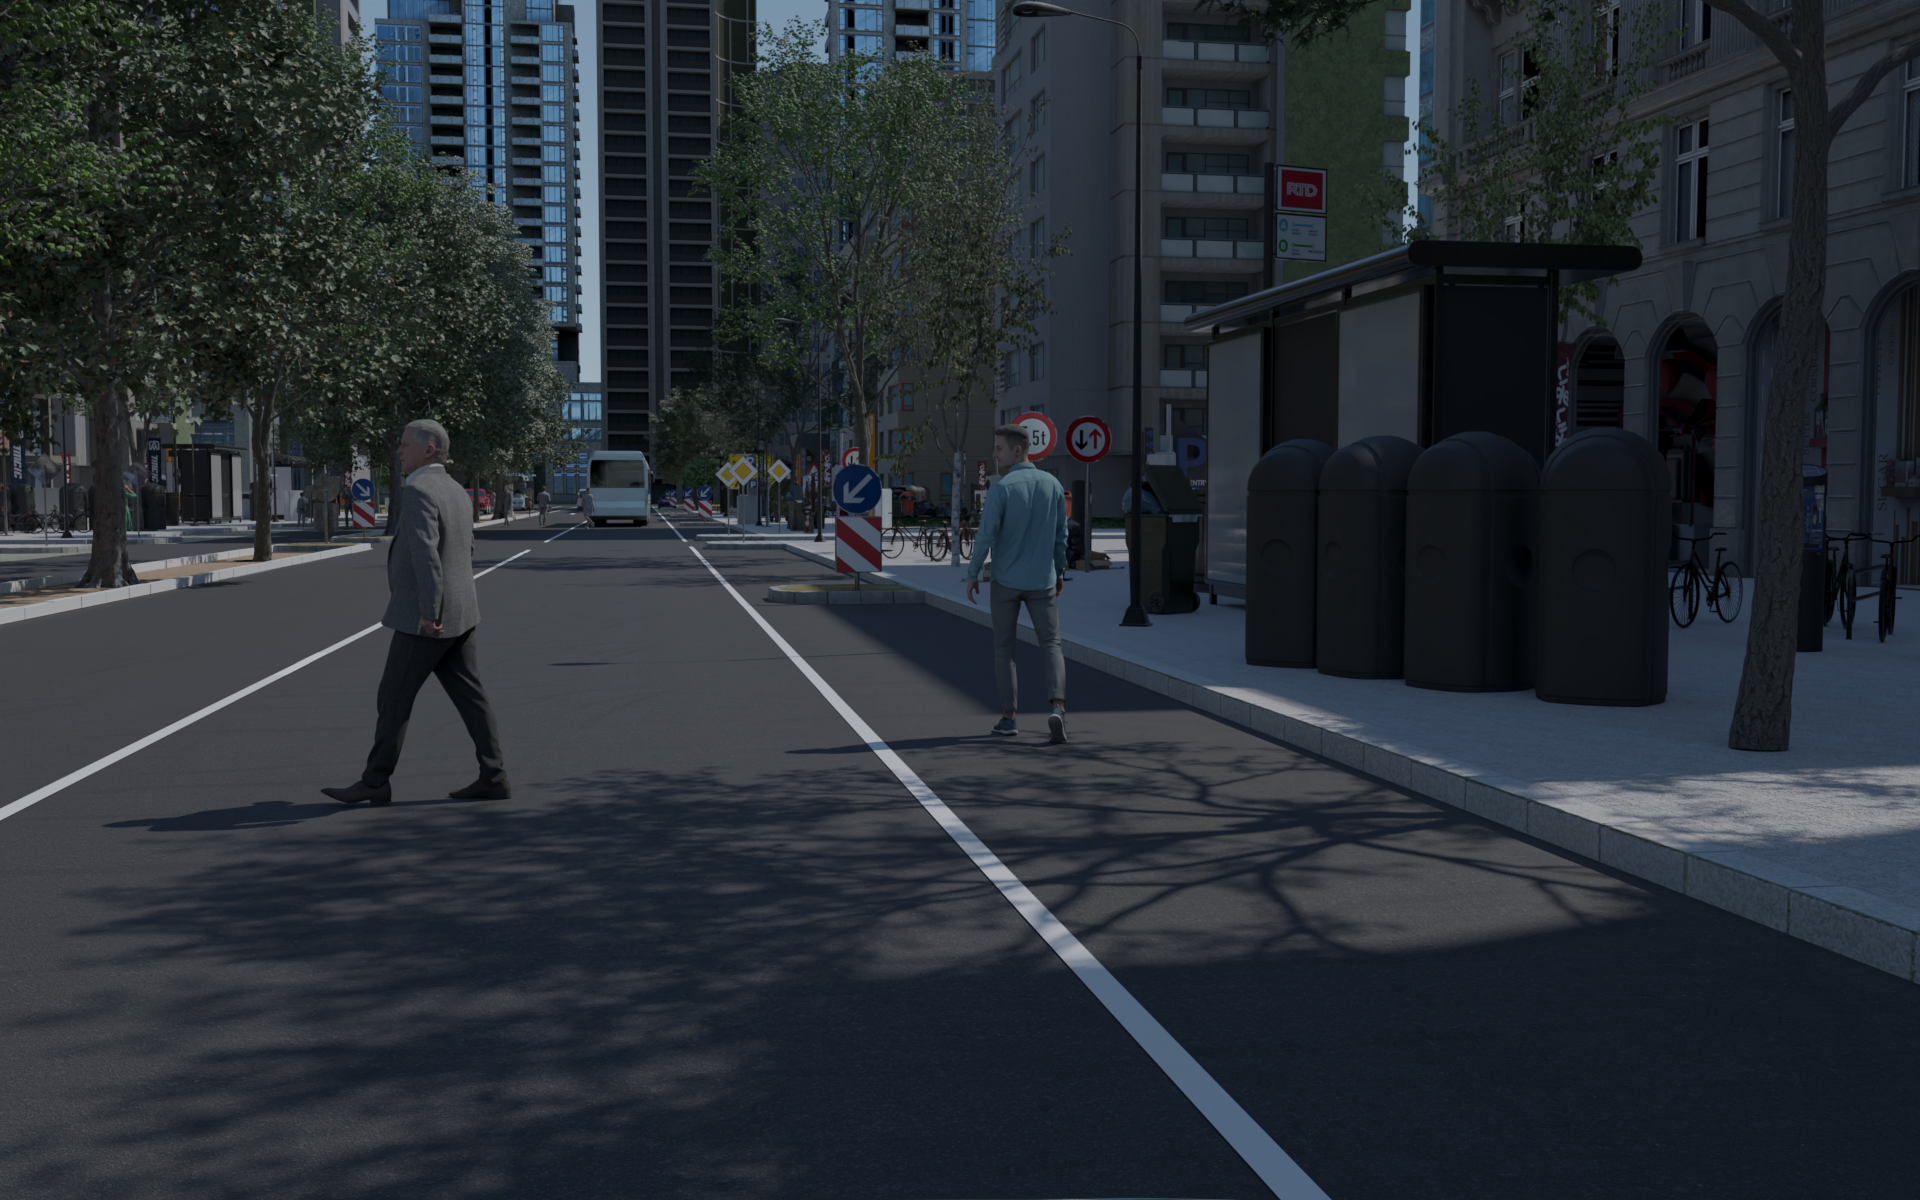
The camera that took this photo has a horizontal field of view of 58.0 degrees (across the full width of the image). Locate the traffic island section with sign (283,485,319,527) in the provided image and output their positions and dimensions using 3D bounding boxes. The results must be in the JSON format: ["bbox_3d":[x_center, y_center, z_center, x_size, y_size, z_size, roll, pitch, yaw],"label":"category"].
[{"bbox_3d":[-28.256,-4.081,75.348,1.989,1.847,2.006,-1,4,-10],"label":"traffic island section with sign"}]

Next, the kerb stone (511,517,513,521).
[{"bbox_3d":[-24.065,-4.289,92.313,0.120,0.150,1.000,-1,4,-10],"label":"kerb stone"}]

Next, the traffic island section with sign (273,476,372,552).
[{"bbox_3d":[-16.271,-2.202,44.138,2.006,1.907,1.989,-1,4,-10],"label":"traffic island section with sign"}]

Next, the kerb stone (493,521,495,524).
[{"bbox_3d":[-22.034,-3.610,81.213,0.120,0.150,1.000,-1,4,-10],"label":"kerb stone"}]

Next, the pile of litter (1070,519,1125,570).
[{"bbox_3d":[2.057,-0.948,29.464,1.719,0.858,1.176,-1,4,-18],"label":"pile of litter"}]

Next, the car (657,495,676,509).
[{"bbox_3d":[-28.117,-9.401,166.284,1.945,1.354,3.894,-1,4,-10],"label":"car"}]

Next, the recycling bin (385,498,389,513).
[{"bbox_3d":[-39.075,-6.516,119.094,0.722,1.027,0.722,-3,4,-36],"label":"recycling bin"}]

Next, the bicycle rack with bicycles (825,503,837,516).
[{"bbox_3d":[-7.402,-5.418,101.972,2.852,0.926,2.925,3,4,36],"label":"bicycle rack with bicycles"}]

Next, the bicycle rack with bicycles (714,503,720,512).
[{"bbox_3d":[-15.993,-6.628,121.742,2.925,0.926,2.852,1,4,15],"label":"bicycle rack with bicycles"}]

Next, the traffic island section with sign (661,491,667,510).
[{"bbox_3d":[-25.692,-8.914,154.375,1.989,1.847,2.006,-1,4,-10],"label":"traffic island section with sign"}]

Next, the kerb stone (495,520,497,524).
[{"bbox_3d":[-22.212,-3.666,82.220,0.120,0.150,1.000,-1,4,-10],"label":"kerb stone"}]

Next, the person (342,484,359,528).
[{"bbox_3d":[-25.398,-3.904,72.132,0.655,1.846,0.447,-2,4,-27],"label":"person"}]

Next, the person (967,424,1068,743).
[{"bbox_3d":[0.361,-0.108,10.132,0.638,1.841,0.748,-1,4,-12],"label":"person"}]

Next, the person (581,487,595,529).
[{"bbox_3d":[-15.185,-3.769,70.876,0.760,1.731,0.466,3,4,37],"label":"person"}]

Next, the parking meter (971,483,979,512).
[{"bbox_3d":[0.795,-5.413,94.217,0.399,1.863,0.255,-2,4,-33],"label":"parking meter"}]

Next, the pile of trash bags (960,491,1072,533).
[{"bbox_3d":[2.025,-2.844,56.251,3.447,1.369,1.912,-1,4,-17],"label":"pile of trash bags"}]

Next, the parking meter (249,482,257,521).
[{"bbox_3d":[-33.736,-4.711,82.731,0.399,1.863,0.255,3,5,45],"label":"parking meter"}]

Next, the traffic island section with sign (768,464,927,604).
[{"bbox_3d":[-1.589,-0.911,23.517,1.989,1.847,2.006,-1,4,-10],"label":"traffic island section with sign"}]

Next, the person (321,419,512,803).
[{"bbox_3d":[-2.527,0.052,8.050,0.834,1.777,0.661,0,4,-5],"label":"person"}]

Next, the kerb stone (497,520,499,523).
[{"bbox_3d":[-22.395,-3.733,83.225,0.120,0.150,1.000,-1,4,-10],"label":"kerb stone"}]

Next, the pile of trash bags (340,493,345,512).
[{"bbox_3d":[-44.703,-6.880,122.242,1.912,1.369,3.447,3,4,37],"label":"pile of trash bags"}]

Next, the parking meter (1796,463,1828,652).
[{"bbox_3d":[6.872,-0.352,14.168,0.372,1.533,0.369,0,3,0],"label":"parking meter"}]

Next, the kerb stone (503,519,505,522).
[{"bbox_3d":[-23.130,-3.977,87.255,0.120,0.150,1.000,-1,4,-10],"label":"kerb stone"}]

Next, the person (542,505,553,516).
[{"bbox_3d":[-27.336,-6.161,114.727,0.738,1.151,1.012,1,4,20],"label":"person"}]

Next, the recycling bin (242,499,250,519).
[{"bbox_3d":[-36.758,-4.711,89.575,0.722,1.027,0.722,-2,4,-26],"label":"recycling bin"}]

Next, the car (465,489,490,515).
[{"bbox_3d":[-34.463,-6.983,122.844,2.281,1.827,5.304,-1,4,-12],"label":"car"}]

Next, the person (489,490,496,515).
[{"bbox_3d":[-31.150,-6.513,115.322,0.374,1.781,0.599,-3,5,-44],"label":"person"}]

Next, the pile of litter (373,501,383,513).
[{"bbox_3d":[-39.934,-6.325,117.371,1.719,0.858,1.176,-2,4,-33],"label":"pile of litter"}]

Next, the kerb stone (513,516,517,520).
[{"bbox_3d":[-24.625,-4.472,95.329,0.120,0.150,1.000,-1,4,-10],"label":"kerb stone"}]

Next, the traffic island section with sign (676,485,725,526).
[{"bbox_3d":[-11.601,-4.236,77.882,1.989,1.847,2.006,-1,4,-10],"label":"traffic island section with sign"}]

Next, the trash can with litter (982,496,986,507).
[{"bbox_3d":[1.594,-4.370,82.832,1.055,1.170,0.624,2,4,30],"label":"trash can with litter"}]

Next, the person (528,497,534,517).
[{"bbox_3d":[-26.415,-5.713,106.575,0.373,1.253,0.362,0,4,-4],"label":"person"}]

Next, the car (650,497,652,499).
[{"bbox_3d":[-31.331,-9.831,169.768,2.155,1.783,4.494,-1,4,-10],"label":"car"}]

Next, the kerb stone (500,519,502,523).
[{"bbox_3d":[-22.773,-3.856,85.238,0.120,0.150,1.000,-1,4,-10],"label":"kerb stone"}]

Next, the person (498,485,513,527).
[{"bbox_3d":[-19.565,-4.034,74.551,0.694,1.812,0.767,2,4,31],"label":"person"}]

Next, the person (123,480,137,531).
[{"bbox_3d":[-19.641,-1.944,40.538,0.600,1.795,0.529,0,4,-4],"label":"person"}]

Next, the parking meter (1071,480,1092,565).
[{"bbox_3d":[2.217,-1.415,31.551,0.372,1.533,0.369,0,3,0],"label":"parking meter"}]

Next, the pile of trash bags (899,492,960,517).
[{"bbox_3d":[-1.157,-3.664,69.654,3.447,1.369,1.912,3,5,44],"label":"pile of trash bags"}]

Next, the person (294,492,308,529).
[{"bbox_3d":[-27.118,-3.681,71.281,0.523,1.515,0.503,2,4,26],"label":"person"}]

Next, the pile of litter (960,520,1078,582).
[{"bbox_3d":[0.820,-0.707,25.525,1.719,0.858,1.176,0,4,2],"label":"pile of litter"}]

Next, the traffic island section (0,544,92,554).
[{"bbox_3d":[-22.562,-1.252,42.745,2.009,0.180,2.903,-1,4,-10],"label":"traffic island section"}]

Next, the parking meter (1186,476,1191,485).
[{"bbox_3d":[7.228,-3.061,55.759,0.255,1.863,0.399,-1,4,-22],"label":"parking meter"}]

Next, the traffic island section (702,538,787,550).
[{"bbox_3d":[-5.702,-1.441,45.833,2.009,0.180,2.903,-1,4,-10],"label":"traffic island section"}]

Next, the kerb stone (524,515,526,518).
[{"bbox_3d":[-25.931,-4.905,102.397,0.120,0.150,1.000,-1,4,-10],"label":"kerb stone"}]

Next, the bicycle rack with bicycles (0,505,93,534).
[{"bbox_3d":[-29.907,-2.642,56.574,2.925,0.926,2.852,-1,4,-20],"label":"bicycle rack with bicycles"}]

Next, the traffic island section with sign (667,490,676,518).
[{"bbox_3d":[-16.490,-5.857,104.391,1.989,1.847,2.006,-1,4,-10],"label":"traffic island section with sign"}]

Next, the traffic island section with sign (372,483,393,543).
[{"bbox_3d":[-17.604,-2.648,51.424,2.006,1.907,1.989,-1,4,-10],"label":"traffic island section with sign"}]

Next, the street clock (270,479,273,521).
[{"bbox_3d":[-32.627,-4.721,81.756,0.358,2.002,0.471,-3,5,-40],"label":"street clock"}]

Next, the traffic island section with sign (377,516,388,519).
[{"bbox_3d":[-33.123,-5.702,101.861,1.989,1.847,2.006,-1,4,-10],"label":"traffic island section with sign"}]

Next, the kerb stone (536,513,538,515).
[{"bbox_3d":[-28.154,-5.644,114.501,0.120,0.150,1.000,-1,4,-10],"label":"kerb stone"}]

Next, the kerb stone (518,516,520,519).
[{"bbox_3d":[-24.998,-4.597,97.353,0.120,0.150,1.000,-1,4,-10],"label":"kerb stone"}]

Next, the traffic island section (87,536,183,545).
[{"bbox_3d":[-24.009,-1.732,50.598,2.009,0.180,2.903,-1,4,-10],"label":"traffic island section"}]

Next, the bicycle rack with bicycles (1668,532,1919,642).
[{"bbox_3d":[7.859,-0.192,16.520,2.852,0.926,2.925,3,4,38],"label":"bicycle rack with bicycles"}]

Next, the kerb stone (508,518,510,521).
[{"bbox_3d":[-23.700,-4.160,90.282,0.120,0.150,1.000,-1,4,-10],"label":"kerb stone"}]

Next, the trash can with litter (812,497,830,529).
[{"bbox_3d":[-5.296,-3.177,63.330,0.624,1.170,1.055,3,4,37],"label":"trash can with litter"}]

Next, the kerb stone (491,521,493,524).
[{"bbox_3d":[-21.842,-3.548,80.208,0.120,0.150,1.000,-1,4,-10],"label":"kerb stone"}]

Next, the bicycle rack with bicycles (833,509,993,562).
[{"bbox_3d":[-0.415,-1.276,34.248,2.852,0.926,2.925,3,5,42],"label":"bicycle rack with bicycles"}]

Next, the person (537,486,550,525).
[{"bbox_3d":[-19.281,-4.375,80.223,0.606,1.804,0.583,-1,4,-14],"label":"person"}]

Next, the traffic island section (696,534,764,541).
[{"bbox_3d":[-7.149,-1.921,53.687,2.009,0.180,2.903,-1,4,-10],"label":"traffic island section"}]
